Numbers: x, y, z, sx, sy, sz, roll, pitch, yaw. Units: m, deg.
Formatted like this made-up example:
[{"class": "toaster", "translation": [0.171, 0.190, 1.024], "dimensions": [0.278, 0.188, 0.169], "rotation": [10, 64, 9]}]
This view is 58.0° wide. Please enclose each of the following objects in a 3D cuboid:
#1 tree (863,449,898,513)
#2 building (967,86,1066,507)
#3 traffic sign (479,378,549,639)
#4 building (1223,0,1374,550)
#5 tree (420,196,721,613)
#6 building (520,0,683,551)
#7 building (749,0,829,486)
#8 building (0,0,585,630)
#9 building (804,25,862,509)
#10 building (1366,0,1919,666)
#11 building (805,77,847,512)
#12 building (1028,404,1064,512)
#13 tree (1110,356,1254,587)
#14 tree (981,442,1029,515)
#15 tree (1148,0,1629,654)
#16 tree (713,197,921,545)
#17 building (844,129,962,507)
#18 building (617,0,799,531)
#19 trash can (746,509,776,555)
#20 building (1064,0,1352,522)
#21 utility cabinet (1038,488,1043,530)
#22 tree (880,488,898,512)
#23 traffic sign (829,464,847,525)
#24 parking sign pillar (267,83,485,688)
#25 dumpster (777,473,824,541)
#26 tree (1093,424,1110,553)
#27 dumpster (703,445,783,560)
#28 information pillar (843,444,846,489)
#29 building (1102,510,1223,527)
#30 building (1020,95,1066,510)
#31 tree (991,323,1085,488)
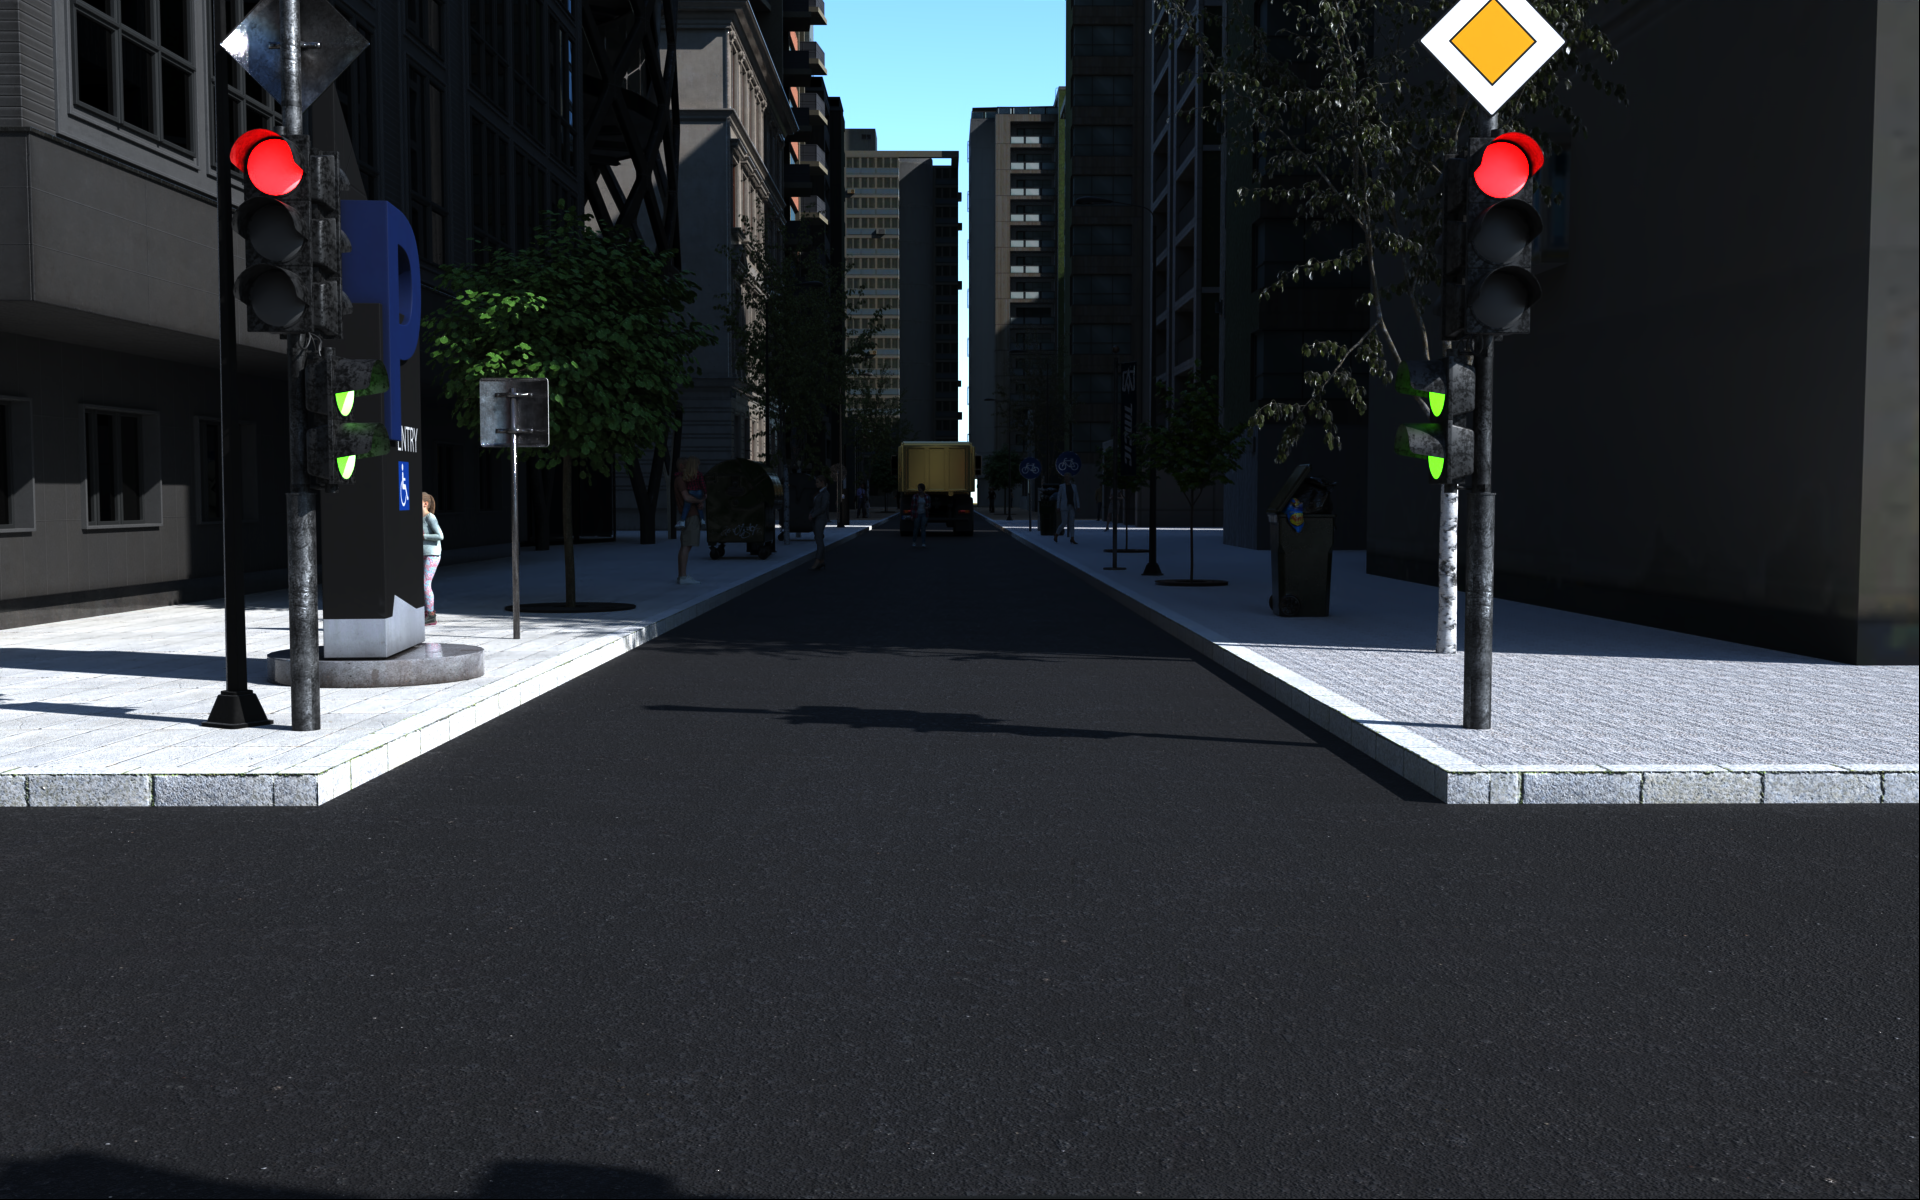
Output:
[{"class": "tree", "translation": [-5.035, -8.272, 118.956], "dimensions": [4.285, 4.588, 4.351], "rotation": [0, 3, 0]}, {"class": "building", "translation": [7.883, -30.202, 177.393], "dimensions": [14.086, 41.232, 14.154], "rotation": [0, 4, -1]}, {"class": "traffic sign", "translation": [-3.923, -0.803, 15.265], "dimensions": [0.606, 2.300, 0.079], "rotation": [0, 4, 2]}, {"class": "building", "translation": [13.744, -16.755, 45.648], "dimensions": [14.160, 30.474, 14.107], "rotation": [0, 4, -1]}, {"class": "tree", "translation": [-4.287, -2.175, 19.283], "dimensions": [4.285, 4.588, 4.351], "rotation": [0, 3, 0]}, {"class": "building", "translation": [-15.970, -10.850, 44.844], "dimensions": [16.820, 18.784, 16.811], "rotation": [0, 4, -1]}, {"class": "building", "translation": [-19.071, -27.133, 98.251], "dimensions": [22.147, 44.769, 28.867], "rotation": [0, 4, -1]}, {"class": "building", "translation": [-14.446, -14.075, 23.635], "dimensions": [14.314, 27.812, 24.014], "rotation": [0, 4, -1]}, {"class": "building", "translation": [-24.300, -50.858, 144.198], "dimensions": [31.000, 86.520, 22.319], "rotation": [0, 4, -1]}, {"class": "building", "translation": [17.093, -24.373, 22.204], "dimensions": [21.600, 48.544, 21.300], "rotation": [0, 4, -1]}, {"class": "building", "translation": [-15.360, -21.329, 120.423], "dimensions": [14.160, 30.474, 14.107], "rotation": [0, 4, -1]}, {"class": "building", "translation": [16.565, -49.171, 116.611], "dimensions": [22.319, 86.520, 31.000], "rotation": [0, 4, -1]}, {"class": "tree", "translation": [3.386, -1.819, 24.347], "dimensions": [1.663, 3.219, 1.824], "rotation": [0, 3, 0]}, {"class": "tree", "translation": [2.742, -7.640, 108.632], "dimensions": [4.285, 4.588, 4.351], "rotation": [0, 3, 0]}, {"class": "tree", "translation": [3.838, -3.888, 13.929], "dimensions": [4.360, 8.622, 3.978], "rotation": [0, 3, 0]}, {"class": "tree", "translation": [-4.169, -5.702, 43.593], "dimensions": [4.737, 8.622, 4.395], "rotation": [0, 3, 0]}, {"class": "building", "translation": [-11.793, -30.266, 186.726], "dimensions": [23.993, 40.220, 32.217], "rotation": [0, 4, -1]}, {"class": "building", "translation": [-13.110, -14.287, 69.751], "dimensions": [11.583, 22.565, 21.152], "rotation": [0, 4, -1]}, {"class": "trash can", "translation": [-4.208, -1.525, 36.586], "dimensions": [0.748, 1.137, 0.748], "rotation": [0, 3, 0]}, {"class": "building", "translation": [12.680, -19.821, 95.769], "dimensions": [14.160, 30.474, 14.107], "rotation": [0, 4, -1]}, {"class": "utility cabinet", "translation": [2.906, -3.211, 61.173], "dimensions": [0.318, 1.500, 1.173], "rotation": [0, 4, 3]}, {"class": "tree", "translation": [-5.218, -7.851, 122.958], "dimensions": [1.663, 3.219, 1.824], "rotation": [0, 3, 0]}, {"class": "traffic sign", "translation": [-5.115, -4.425, 72.453], "dimensions": [0.768, 2.556, 0.104], "rotation": [0, 4, 6]}, {"class": "parking sign pillar", "translation": [-4.085, -1.441, 12.034], "dimensions": [1.447, 3.967, 1.447], "rotation": [0, 4, -6]}, {"class": "dumpster", "translation": [-4.413, -2.585, 48.016], "dimensions": [1.264, 1.857, 1.865], "rotation": [0, 4, -1]}, {"class": "tree", "translation": [3.813, -2.671, 38.270], "dimensions": [1.663, 3.219, 1.824], "rotation": [0, 3, 0]}, {"class": "dumpster", "translation": [-4.356, -1.959, 34.522], "dimensions": [1.502, 2.255, 1.985], "rotation": [0, 4, -1]}, {"class": "information pillar", "translation": [-5.382, -5.470, 80.788], "dimensions": [0.183, 3.616, 0.504], "rotation": [-1, 4, -9]}, {"class": "building", "translation": [17.041, -38.624, 69.752], "dimensions": [20.563, 71.187, 20.611], "rotation": [0, 4, -1]}, {"class": "building", "translation": [21.474, -27.746, 145.521], "dimensions": [32.217, 40.220, 23.993], "rotation": [0, 4, -1]}, {"class": "tree", "translation": [3.494, -7.552, 73.830], "dimensions": [4.360, 8.622, 3.978], "rotation": [0, 3, 0]}]
